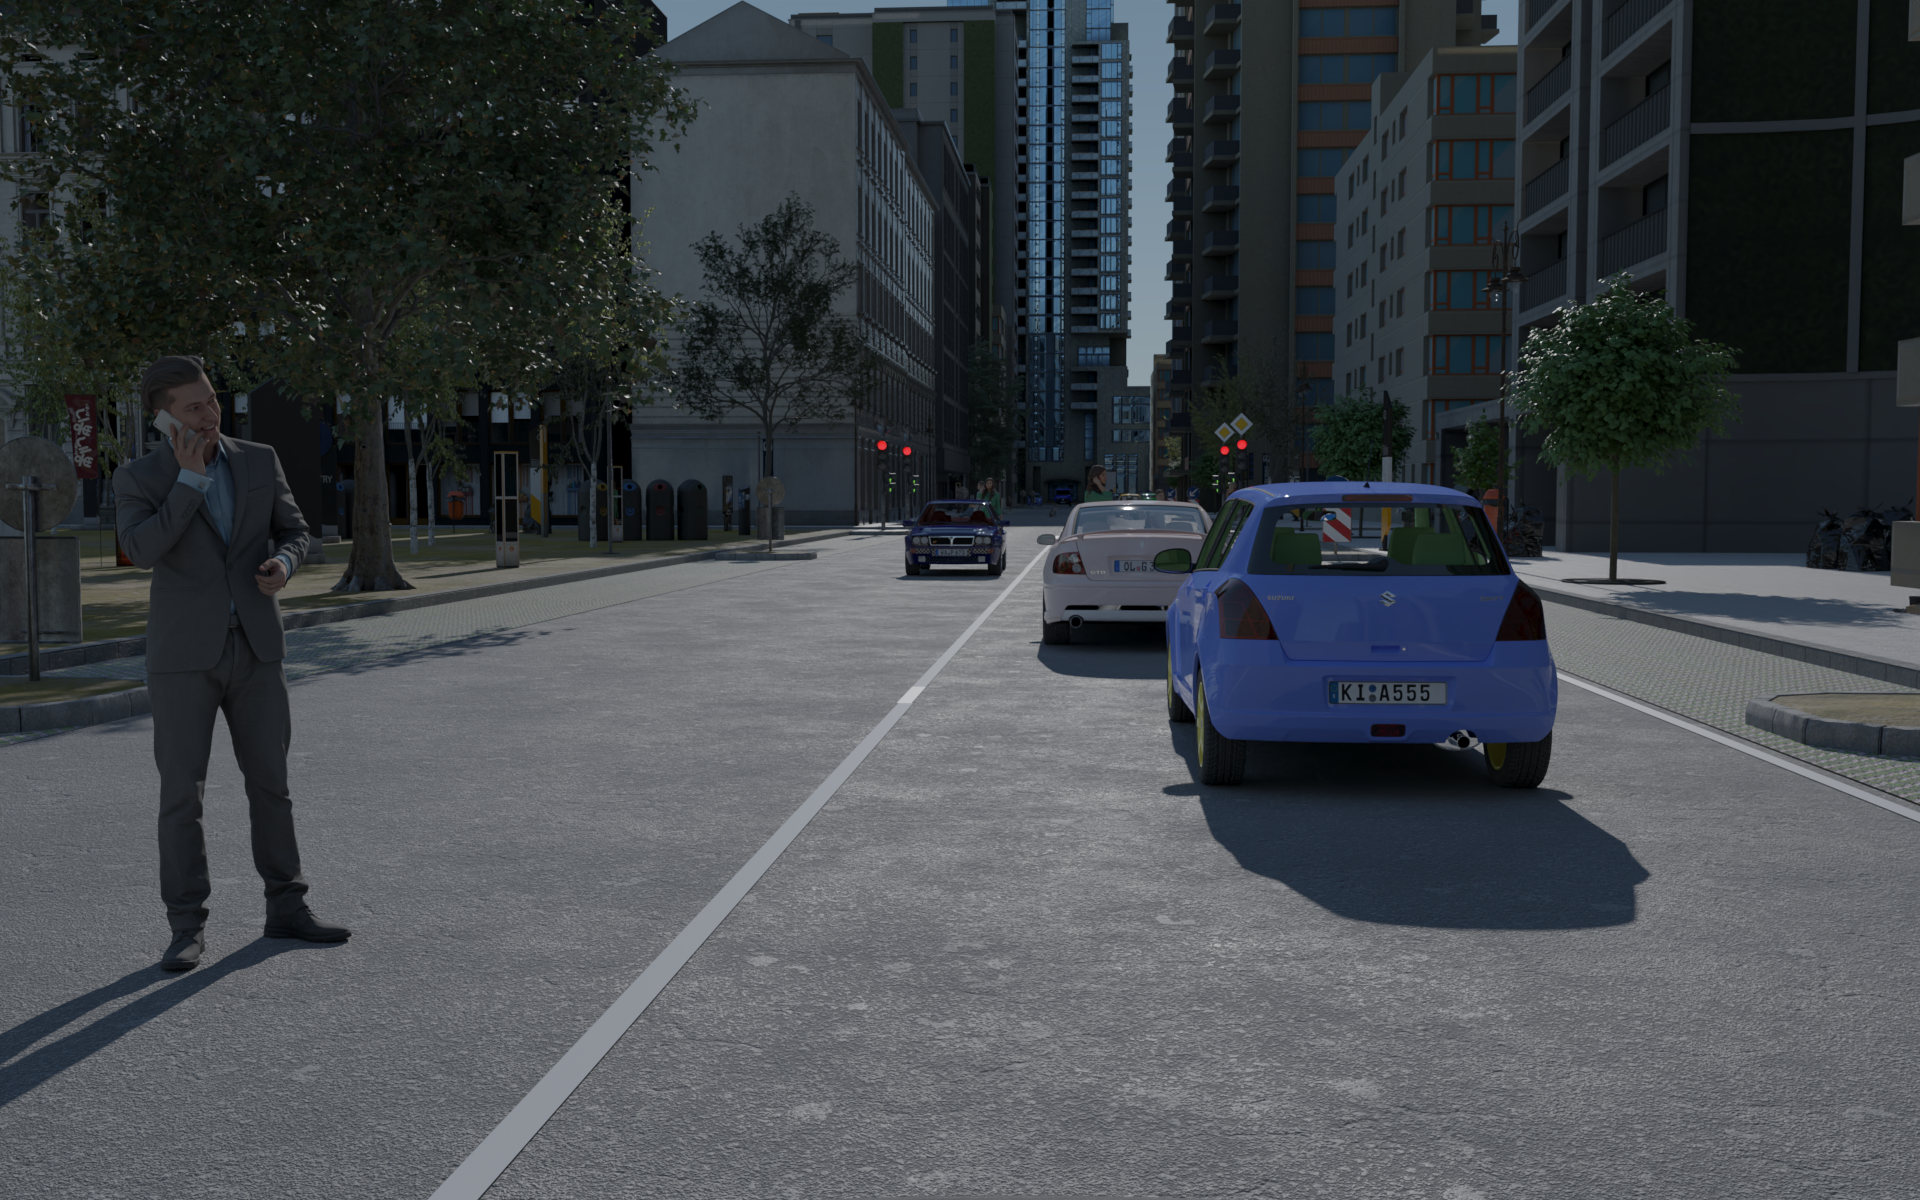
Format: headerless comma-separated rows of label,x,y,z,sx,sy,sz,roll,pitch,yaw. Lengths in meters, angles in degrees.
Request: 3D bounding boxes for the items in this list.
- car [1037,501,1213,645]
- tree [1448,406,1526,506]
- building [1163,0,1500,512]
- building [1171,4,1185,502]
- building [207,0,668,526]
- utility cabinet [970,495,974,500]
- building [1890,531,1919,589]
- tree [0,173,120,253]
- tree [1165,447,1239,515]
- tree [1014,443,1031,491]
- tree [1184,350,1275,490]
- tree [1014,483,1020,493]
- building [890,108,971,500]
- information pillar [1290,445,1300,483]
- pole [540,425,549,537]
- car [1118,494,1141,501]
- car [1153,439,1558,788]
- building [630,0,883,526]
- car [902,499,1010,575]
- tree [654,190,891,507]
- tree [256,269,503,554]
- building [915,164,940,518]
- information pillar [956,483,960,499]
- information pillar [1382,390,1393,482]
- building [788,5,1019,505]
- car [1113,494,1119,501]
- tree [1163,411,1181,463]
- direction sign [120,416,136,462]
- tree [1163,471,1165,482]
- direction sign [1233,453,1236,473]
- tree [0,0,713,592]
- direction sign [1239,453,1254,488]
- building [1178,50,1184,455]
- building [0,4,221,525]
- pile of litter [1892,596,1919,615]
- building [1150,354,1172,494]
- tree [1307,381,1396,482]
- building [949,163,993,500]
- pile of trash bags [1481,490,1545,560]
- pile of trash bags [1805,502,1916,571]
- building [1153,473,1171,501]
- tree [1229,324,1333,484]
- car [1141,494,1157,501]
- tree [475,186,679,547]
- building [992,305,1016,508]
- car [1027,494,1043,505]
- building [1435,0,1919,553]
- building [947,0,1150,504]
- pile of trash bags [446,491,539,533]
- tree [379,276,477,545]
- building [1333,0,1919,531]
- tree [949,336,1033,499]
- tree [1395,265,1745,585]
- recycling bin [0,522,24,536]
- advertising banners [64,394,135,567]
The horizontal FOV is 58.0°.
car,1.810,-0.332,17.792,2.083,1.381,4.827,0,4,4
tree,11.664,-2.673,38.302,1.663,3.219,1.824,0,3,0
building,26.365,-28.889,126.959,22.147,44.769,28.867,0,4,4
building,32.866,-39.121,181.628,21.231,58.520,28.212,0,4,4
building,-21.954,-15.044,75.644,15.834,23.373,12.332,0,4,4
utility cabinet,0.910,-7.604,135.493,0.306,1.237,1.020,0,4,6
building,25.689,-9.977,8.162,27.650,21.520,28.899,0,4,4
tree,-17.460,-5.212,35.578,4.737,8.622,4.395,0,3,0
tree,16.141,-7.668,109.083,4.285,4.588,4.351,0,3,0
tree,5.672,-14.739,191.347,4.360,8.622,3.978,0,3,0
tree,13.778,-8.418,88.004,4.737,8.622,4.395,0,3,0
tree,5.842,-12.455,198.235,1.663,3.219,1.824,0,3,0
building,-7.203,-19.828,117.692,14.314,27.812,24.014,0,4,4
information pillar,15.773,-5.517,81.549,0.504,3.616,0.183,1,4,22
pole,-12.299,-3.509,51.210,0.158,3.312,0.155,0,3,0
car,10.518,-5.950,107.505,2.015,1.641,3.980,0,4,4
car,2.083,-0.011,9.776,1.945,1.707,3.694,0,4,3
building,-8.025,-14.021,78.402,9.793,20.994,18.267,0,4,4
car,-0.041,-1.174,31.777,1.945,1.354,3.894,0,4,3
tree,-5.597,-7.223,52.505,7.601,10.594,8.767,-2,4,-24
tree,-11.512,-5.299,37.005,4.737,8.622,4.395,0,3,0
building,-6.806,-15.134,96.595,9.793,20.994,18.267,0,4,4
information pillar,-0.135,-6.585,112.159,0.304,2.012,0.304,0,4,-2
information pillar,9.592,-2.909,38.914,0.183,3.616,0.504,0,4,-2
building,-7.200,-40.827,209.518,28.212,58.520,21.231,0,4,4
car,12.210,-7.790,139.366,2.014,1.417,4.499,0,4,6
tree,19.377,-12.235,150.403,4.360,8.622,3.978,0,3,0
direction sign,-24.113,-3.563,50.250,0.876,3.537,0.379,3,5,39
tree,18.765,-9.901,145.600,4.285,4.588,4.351,0,3,0
direction sign,15.549,-6.385,96.392,0.876,3.537,0.379,3,5,41
tree,-8.000,-6.480,22.955,9.611,12.733,9.660,0,3,0
direction sign,15.657,-6.257,94.303,0.876,3.537,0.379,-3,4,-37
building,27.675,-31.260,161.206,14.600,45.320,14.200,0,4,4
building,-40.232,-15.148,76.542,19.941,23.489,11.050,0,4,4
pile of litter,10.926,-0.270,18.378,1.719,0.858,1.176,3,5,42
building,41.184,-24.093,238.963,28.899,21.520,27.650,0,4,4
tree,11.667,-4.086,50.514,4.285,4.588,4.351,0,3,0
building,-4.574,-23.219,151.339,14.160,30.474,14.107,0,4,4
pile of trash bags,10.942,-1.568,35.383,1.912,1.369,3.447,1,4,17
pile of trash bags,16.306,-1.193,29.264,3.447,1.369,1.912,1,4,9
building,33.847,-46.933,205.605,20.563,71.187,20.611,0,4,4
tree,13.697,-7.633,75.155,4.360,8.622,3.978,0,3,0
car,17.152,-9.057,156.876,1.959,1.807,4.718,0,4,3
tree,-8.816,-5.587,41.705,4.360,8.622,3.978,0,3,0
building,-8.863,-20.119,173.988,27.650,21.520,28.899,0,4,4
car,9.022,-12.179,208.720,1.945,1.707,3.694,0,4,4
building,23.818,-36.779,39.587,20.563,71.187,20.611,0,4,4
building,10.350,-56.516,236.708,31.000,86.520,22.319,0,4,4
pile of trash bags,-15.202,-2.890,57.012,3.447,1.369,1.912,0,4,2
tree,-13.263,-5.656,42.842,4.360,8.622,3.978,0,3,0
building,33.720,-14.362,79.855,28.899,21.520,27.650,0,4,4
tree,0.627,-14.183,138.550,9.857,13.997,8.962,0,3,0
tree,9.405,-2.528,25.045,4.285,4.588,4.351,0,3,0
recycling bin,-20.967,-1.573,38.276,0.722,1.027,0.722,0,4,-4
advertising banners,-14.751,-2.117,30.794,2.074,3.025,0.090,-3,4,-38
